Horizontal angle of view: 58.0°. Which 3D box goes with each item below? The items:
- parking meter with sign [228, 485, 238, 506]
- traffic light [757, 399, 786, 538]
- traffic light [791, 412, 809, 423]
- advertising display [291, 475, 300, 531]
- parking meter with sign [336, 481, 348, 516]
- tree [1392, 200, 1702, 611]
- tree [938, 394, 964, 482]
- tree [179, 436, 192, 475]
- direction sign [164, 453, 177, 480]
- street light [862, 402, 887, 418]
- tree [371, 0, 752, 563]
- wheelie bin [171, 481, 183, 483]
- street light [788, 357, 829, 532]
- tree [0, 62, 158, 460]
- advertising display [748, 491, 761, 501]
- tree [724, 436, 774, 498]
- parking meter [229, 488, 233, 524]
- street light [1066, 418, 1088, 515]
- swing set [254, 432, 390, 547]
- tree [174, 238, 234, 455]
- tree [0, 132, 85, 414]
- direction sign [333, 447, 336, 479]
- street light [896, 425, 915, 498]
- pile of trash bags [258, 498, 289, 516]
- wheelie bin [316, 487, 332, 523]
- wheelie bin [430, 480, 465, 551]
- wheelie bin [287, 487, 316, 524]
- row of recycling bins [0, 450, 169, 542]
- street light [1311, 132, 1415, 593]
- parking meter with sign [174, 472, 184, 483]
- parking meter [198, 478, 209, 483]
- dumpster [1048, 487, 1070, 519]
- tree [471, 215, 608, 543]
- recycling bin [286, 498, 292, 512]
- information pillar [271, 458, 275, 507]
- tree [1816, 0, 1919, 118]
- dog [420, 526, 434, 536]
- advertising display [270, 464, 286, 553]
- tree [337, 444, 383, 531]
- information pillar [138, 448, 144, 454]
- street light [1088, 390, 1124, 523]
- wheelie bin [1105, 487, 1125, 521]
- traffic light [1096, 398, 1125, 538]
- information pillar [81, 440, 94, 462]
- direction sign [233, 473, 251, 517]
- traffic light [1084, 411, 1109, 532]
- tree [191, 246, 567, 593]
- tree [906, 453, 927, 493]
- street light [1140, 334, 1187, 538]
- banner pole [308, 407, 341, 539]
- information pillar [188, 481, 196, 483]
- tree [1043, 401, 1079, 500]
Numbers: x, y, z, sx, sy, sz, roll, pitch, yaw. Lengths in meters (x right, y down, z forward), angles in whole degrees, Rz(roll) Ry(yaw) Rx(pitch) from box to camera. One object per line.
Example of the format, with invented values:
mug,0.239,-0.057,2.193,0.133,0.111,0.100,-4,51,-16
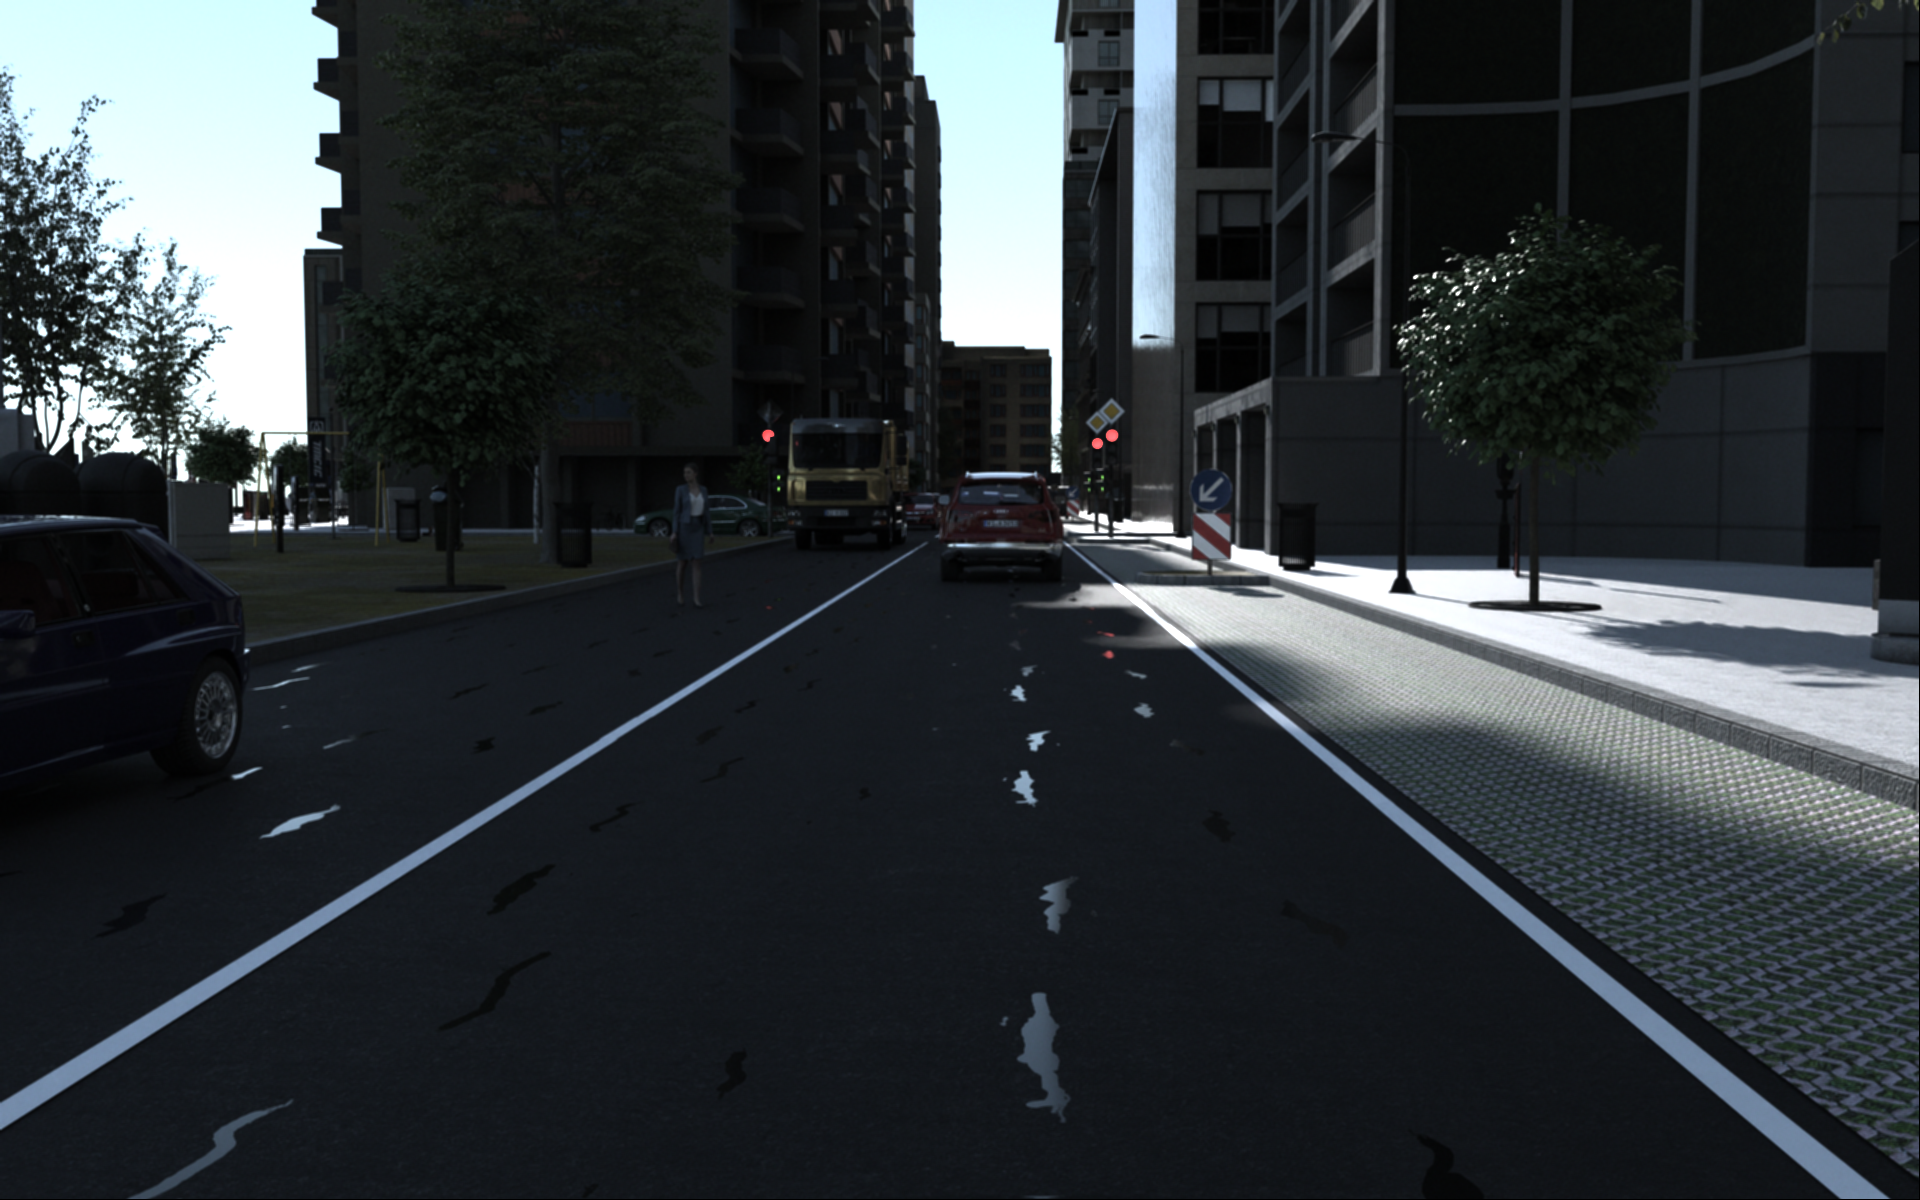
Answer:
parking meter with sign,-50.239,-7.456,118.170,1.738,3.016,0.543,-1,4,-18
traffic light,-5.557,-3.788,50.847,0.839,4.253,0.868,0,4,1
traffic light,-5.348,-4.276,58.830,0.839,4.253,0.868,0,4,1
advertising display,-23.218,-3.382,60.503,0.123,1.923,0.974,-2,4,-30
parking meter with sign,-36.039,-6.424,101.286,0.543,3.016,1.738,-3,5,-42
tree,6.587,-2.189,19.509,4.285,4.588,4.351,0,3,0
tree,-3.273,-16.238,183.618,7.486,12.596,7.792,0,3,0
tree,-29.638,-5.271,69.900,4.285,4.588,4.351,0,3,0
direction sign,-43.518,-6.321,95.352,0.379,3.537,0.876,3,4,36
street light,-4.418,-7.057,87.923,1.470,5.913,1.316,0,4,1
tree,-7.391,-6.986,32.353,7.486,12.596,7.792,0,3,0
wheelie bin,-18.511,-1.992,40.477,0.980,1.594,0.693,-1,4,-13
street light,-5.155,-5.290,59.040,1.470,5.913,1.316,0,4,1
tree,-15.599,-4.836,29.431,4.360,8.622,3.978,0,3,0
advertising display,-7.279,-3.430,61.286,0.123,1.923,0.974,-2,4,-27
tree,-6.887,-3.865,57.802,1.663,3.219,1.824,0,3,0
parking meter,-31.529,-4.050,74.626,0.372,1.533,0.369,0,3,0
street light,7.312,-8.127,105.409,1.470,5.913,1.316,0,4,1
swing set,-15.981,-2.825,43.809,3.119,2.851,2.862,-1,4,-12
tree,-22.786,-6.017,48.746,4.737,8.622,4.395,0,3,0
tree,-19.691,-5.235,35.957,4.737,8.622,4.395,0,3,0
direction sign,-29.994,-5.565,82.980,0.379,3.537,0.876,0,4,-7
street light,-3.702,-8.799,116.407,1.470,5.913,1.316,0,4,1
pile of trash bags,-40.808,-5.754,103.829,3.447,1.369,1.912,-3,4,-39
wheelie bin,-28.731,-4.275,77.804,0.980,1.594,0.693,-3,5,-40
wheelie bin,-11.634,-1.920,39.304,0.693,1.594,0.980,-1,4,-9
wheelie bin,-28.213,-4.042,73.993,0.980,1.594,0.693,-2,4,-28
row of recycling bins,-8.988,-0.540,15.943,1.069,1.692,3.534,2,4,34
street light,5.209,-3.048,22.383,1.470,5.913,1.316,0,4,1
parking meter with sign,-50.500,-7.140,112.998,1.738,3.016,0.543,1,4,12
parking meter,-28.118,-3.595,64.494,0.399,1.863,0.255,-1,4,-15
dumpster,5.403,-5.575,99.366,1.865,1.857,1.264,0,4,3
tree,-11.100,-5.790,45.029,4.360,8.622,3.978,0,3,0
recycling bin,-46.815,-6.629,120.943,0.722,1.027,0.722,-3,5,-41
information pillar,-38.019,-6.416,96.261,0.504,3.616,0.183,1,4,12
tree,6.130,-3.533,8.133,4.360,8.622,3.978,0,3,0
dog,-17.379,-2.223,56.540,0.550,0.427,0.748,-3,5,-40
advertising display,-14.968,-2.009,38.057,0.123,1.923,0.974,-2,4,-28
tree,-21.172,-4.015,60.239,1.663,3.219,1.824,0,3,0
information pillar,-41.841,-5.938,88.448,0.183,3.616,0.504,2,4,32
street light,6.610,-6.404,77.241,1.470,5.913,1.316,0,4,1
wheelie bin,7.273,-4.514,81.714,0.980,1.594,0.693,-2,4,-28
traffic light,4.401,-3.773,50.604,0.839,4.253,0.868,0,4,1
information pillar,-37.780,-5.120,75.066,0.504,3.616,0.183,0,4,-6
direction sign,-39.365,-6.306,95.102,0.876,3.537,0.379,-3,5,-42
traffic light,4.610,-4.261,58.586,0.839,4.253,0.868,0,4,1
tree,-6.868,-2.406,23.050,4.285,4.588,4.351,0,3,0
tree,-4.182,-9.115,132.742,4.285,4.588,4.351,0,3,0
street light,5.928,-4.771,50.551,1.470,5.913,1.316,0,4,1
banner pole,-18.214,-3.643,49.578,0.863,3.779,0.401,-1,4,-20
information pillar,-44.568,-5.878,100.594,0.304,2.012,0.304,1,4,20
tree,9.811,-11.710,141.823,4.737,8.622,4.395,0,3,0
